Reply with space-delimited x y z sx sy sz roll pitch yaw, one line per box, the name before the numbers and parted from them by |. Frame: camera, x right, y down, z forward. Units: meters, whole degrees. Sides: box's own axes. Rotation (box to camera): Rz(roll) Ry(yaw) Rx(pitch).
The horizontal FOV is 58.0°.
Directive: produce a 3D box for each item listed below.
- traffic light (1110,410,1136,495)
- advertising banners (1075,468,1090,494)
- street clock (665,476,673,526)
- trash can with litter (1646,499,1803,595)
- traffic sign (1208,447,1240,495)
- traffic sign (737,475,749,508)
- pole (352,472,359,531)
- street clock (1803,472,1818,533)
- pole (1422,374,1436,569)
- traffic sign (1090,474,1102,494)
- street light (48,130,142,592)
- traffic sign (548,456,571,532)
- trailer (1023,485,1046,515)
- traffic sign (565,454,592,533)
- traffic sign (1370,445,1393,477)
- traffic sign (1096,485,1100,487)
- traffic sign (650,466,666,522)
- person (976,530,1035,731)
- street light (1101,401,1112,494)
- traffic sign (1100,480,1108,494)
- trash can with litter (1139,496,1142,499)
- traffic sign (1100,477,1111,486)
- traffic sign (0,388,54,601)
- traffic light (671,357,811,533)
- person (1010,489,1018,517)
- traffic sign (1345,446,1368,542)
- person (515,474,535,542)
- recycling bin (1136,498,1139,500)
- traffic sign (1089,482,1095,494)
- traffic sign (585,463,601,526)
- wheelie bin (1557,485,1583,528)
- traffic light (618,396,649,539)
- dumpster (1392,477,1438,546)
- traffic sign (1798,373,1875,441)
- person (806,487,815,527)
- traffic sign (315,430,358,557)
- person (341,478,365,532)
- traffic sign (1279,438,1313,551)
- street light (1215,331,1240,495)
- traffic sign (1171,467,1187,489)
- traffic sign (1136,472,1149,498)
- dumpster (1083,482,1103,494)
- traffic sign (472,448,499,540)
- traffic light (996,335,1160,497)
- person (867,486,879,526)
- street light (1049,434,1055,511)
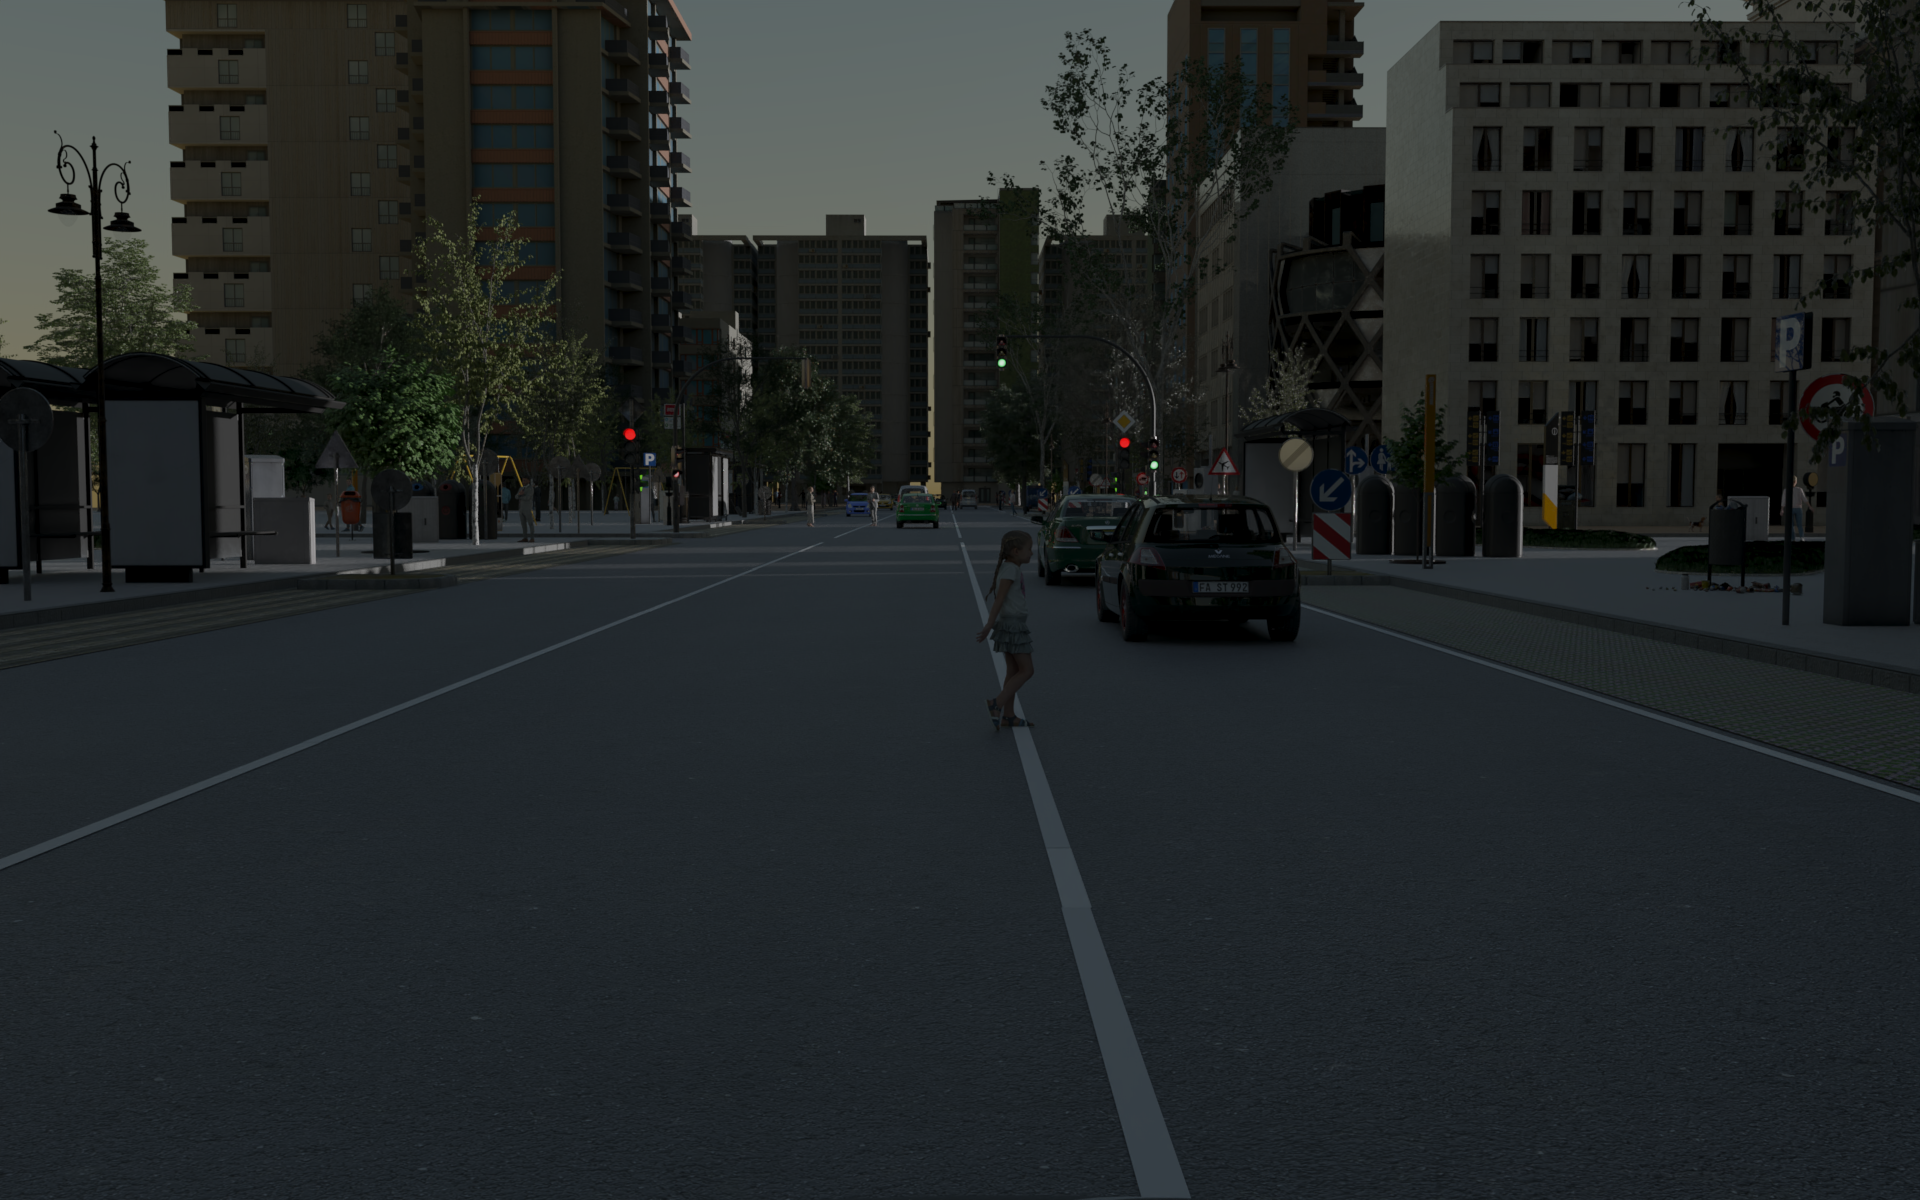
traffic light | 5.433 -4.207 57.699 0.839 4.253 0.868 0 4 0
advertising banners | 8.283 -7.401 117.195 0.090 3.025 2.074 -2 4 -24
street clock | -11.853 -4.037 70.567 0.358 2.002 0.471 0 4 -7
trash can with litter | 10.318 -0.710 22.668 1.678 1.210 2.233 -2 4 -31
traffic sign | 7.307 -2.937 48.018 0.884 2.594 0.081 0 4 2
traffic sign | -13.426 -6.537 106.980 0.768 2.556 0.104 0 4 3
pole | -21.027 -4.058 60.189 0.158 3.312 0.155 0 3 0
street clock | 28.201 -3.235 57.465 0.471 2.002 0.358 -2 4 -24
pole | 8.020 -2.187 29.599 0.158 3.312 0.155 0 3 0
traffic sign | 8.407 -6.556 107.290 0.768 2.556 0.104 0 4 0
street light | -11.177 -3.042 22.529 0.468 5.910 1.993 0 4 0
traffic sign | -13.384 -3.535 57.900 0.768 2.556 0.104 0 4 4
trailer | 4.925 -6.626 115.377 1.471 1.999 3.904 0 4 0
traffic sign | -12.469 -3.460 56.571 0.884 2.594 0.081 0 4 3
traffic sign | 10.933 -2.724 44.649 0.768 2.556 0.104 0 4 0
traffic sign | 9.897 -7.712 126.200 0.768 2.556 0.104 1 4 9
traffic sign | -13.836 -4.867 79.571 0.884 2.594 0.081 0 4 7
person | 0.264 0.176 10.641 0.382 1.210 0.505 0 4 -6
street light | 7.279 -6.933 86.150 0.468 5.910 1.993 0 4 0
traffic sign | 10.369 -7.479 124.417 0.606 2.300 0.079 0 4 4
trash can with litter | 8.572 -4.018 76.748 2.233 1.210 1.678 -2 4 -24
traffic sign | 10.196 -7.382 120.700 0.884 2.594 0.081 0 4 8
traffic sign | -11.224 -1.264 20.771 0.768 2.556 0.104 1 4 8
traffic light | -7.336 -5.074 57.620 4.771 5.953 1.251 0 4 0
person | 3.438 -6.181 110.232 0.598 1.740 0.731 -2 4 -26
traffic sign | 10.477 -2.818 46.179 0.768 2.556 0.104 0 4 4
person | -11.558 -2.430 45.950 0.511 1.800 0.466 1 4 20
recycling bin | 10.573 -5.379 100.498 0.722 1.027 0.722 1 4 21
traffic sign | 8.650 -6.830 111.783 0.768 2.556 0.104 0 4 8
traffic sign | -15.023 -4.312 70.601 0.768 2.556 0.104 0 4 7
wheelie bin | 21.150 -3.205 60.307 0.980 1.594 0.693 1 4 21
traffic light | -9.366 -3.710 49.584 0.839 4.253 0.868 0 4 0
dumpster | 11.030 -2.179 41.377 1.264 1.857 1.865 0 4 0
traffic sign | 9.244 -1.117 18.361 0.768 2.556 0.104 0 4 7
person | -6.567 -4.123 76.454 0.362 1.759 0.519 -2 4 -24
traffic sign | -12.735 -2.164 35.384 0.884 2.594 0.081 0 4 0
person | -20.662 -3.239 58.867 0.748 1.841 0.638 -1 4 -13
traffic sign | 7.591 -2.391 39.206 0.768 2.556 0.104 0 4 7
street light | 7.592 -4.681 49.321 0.468 5.910 1.993 0 4 0
traffic sign | 10.265 -4.961 81.223 0.768 2.556 0.104 0 4 0
traffic sign | 10.781 -6.243 102.185 0.768 2.556 0.104 0 4 6
dumpster | 10.079 -7.929 132.131 1.502 2.255 1.985 0 4 0
traffic sign | -13.258 -2.952 48.368 0.768 2.556 0.104 0 4 1
traffic light | 3.404 -4.580 49.557 4.771 5.953 1.251 0 4 0
person | -3.946 -4.220 77.702 0.606 1.804 0.583 1 4 17
street light | 6.978 -9.769 132.508 0.468 5.910 1.993 0 4 0
